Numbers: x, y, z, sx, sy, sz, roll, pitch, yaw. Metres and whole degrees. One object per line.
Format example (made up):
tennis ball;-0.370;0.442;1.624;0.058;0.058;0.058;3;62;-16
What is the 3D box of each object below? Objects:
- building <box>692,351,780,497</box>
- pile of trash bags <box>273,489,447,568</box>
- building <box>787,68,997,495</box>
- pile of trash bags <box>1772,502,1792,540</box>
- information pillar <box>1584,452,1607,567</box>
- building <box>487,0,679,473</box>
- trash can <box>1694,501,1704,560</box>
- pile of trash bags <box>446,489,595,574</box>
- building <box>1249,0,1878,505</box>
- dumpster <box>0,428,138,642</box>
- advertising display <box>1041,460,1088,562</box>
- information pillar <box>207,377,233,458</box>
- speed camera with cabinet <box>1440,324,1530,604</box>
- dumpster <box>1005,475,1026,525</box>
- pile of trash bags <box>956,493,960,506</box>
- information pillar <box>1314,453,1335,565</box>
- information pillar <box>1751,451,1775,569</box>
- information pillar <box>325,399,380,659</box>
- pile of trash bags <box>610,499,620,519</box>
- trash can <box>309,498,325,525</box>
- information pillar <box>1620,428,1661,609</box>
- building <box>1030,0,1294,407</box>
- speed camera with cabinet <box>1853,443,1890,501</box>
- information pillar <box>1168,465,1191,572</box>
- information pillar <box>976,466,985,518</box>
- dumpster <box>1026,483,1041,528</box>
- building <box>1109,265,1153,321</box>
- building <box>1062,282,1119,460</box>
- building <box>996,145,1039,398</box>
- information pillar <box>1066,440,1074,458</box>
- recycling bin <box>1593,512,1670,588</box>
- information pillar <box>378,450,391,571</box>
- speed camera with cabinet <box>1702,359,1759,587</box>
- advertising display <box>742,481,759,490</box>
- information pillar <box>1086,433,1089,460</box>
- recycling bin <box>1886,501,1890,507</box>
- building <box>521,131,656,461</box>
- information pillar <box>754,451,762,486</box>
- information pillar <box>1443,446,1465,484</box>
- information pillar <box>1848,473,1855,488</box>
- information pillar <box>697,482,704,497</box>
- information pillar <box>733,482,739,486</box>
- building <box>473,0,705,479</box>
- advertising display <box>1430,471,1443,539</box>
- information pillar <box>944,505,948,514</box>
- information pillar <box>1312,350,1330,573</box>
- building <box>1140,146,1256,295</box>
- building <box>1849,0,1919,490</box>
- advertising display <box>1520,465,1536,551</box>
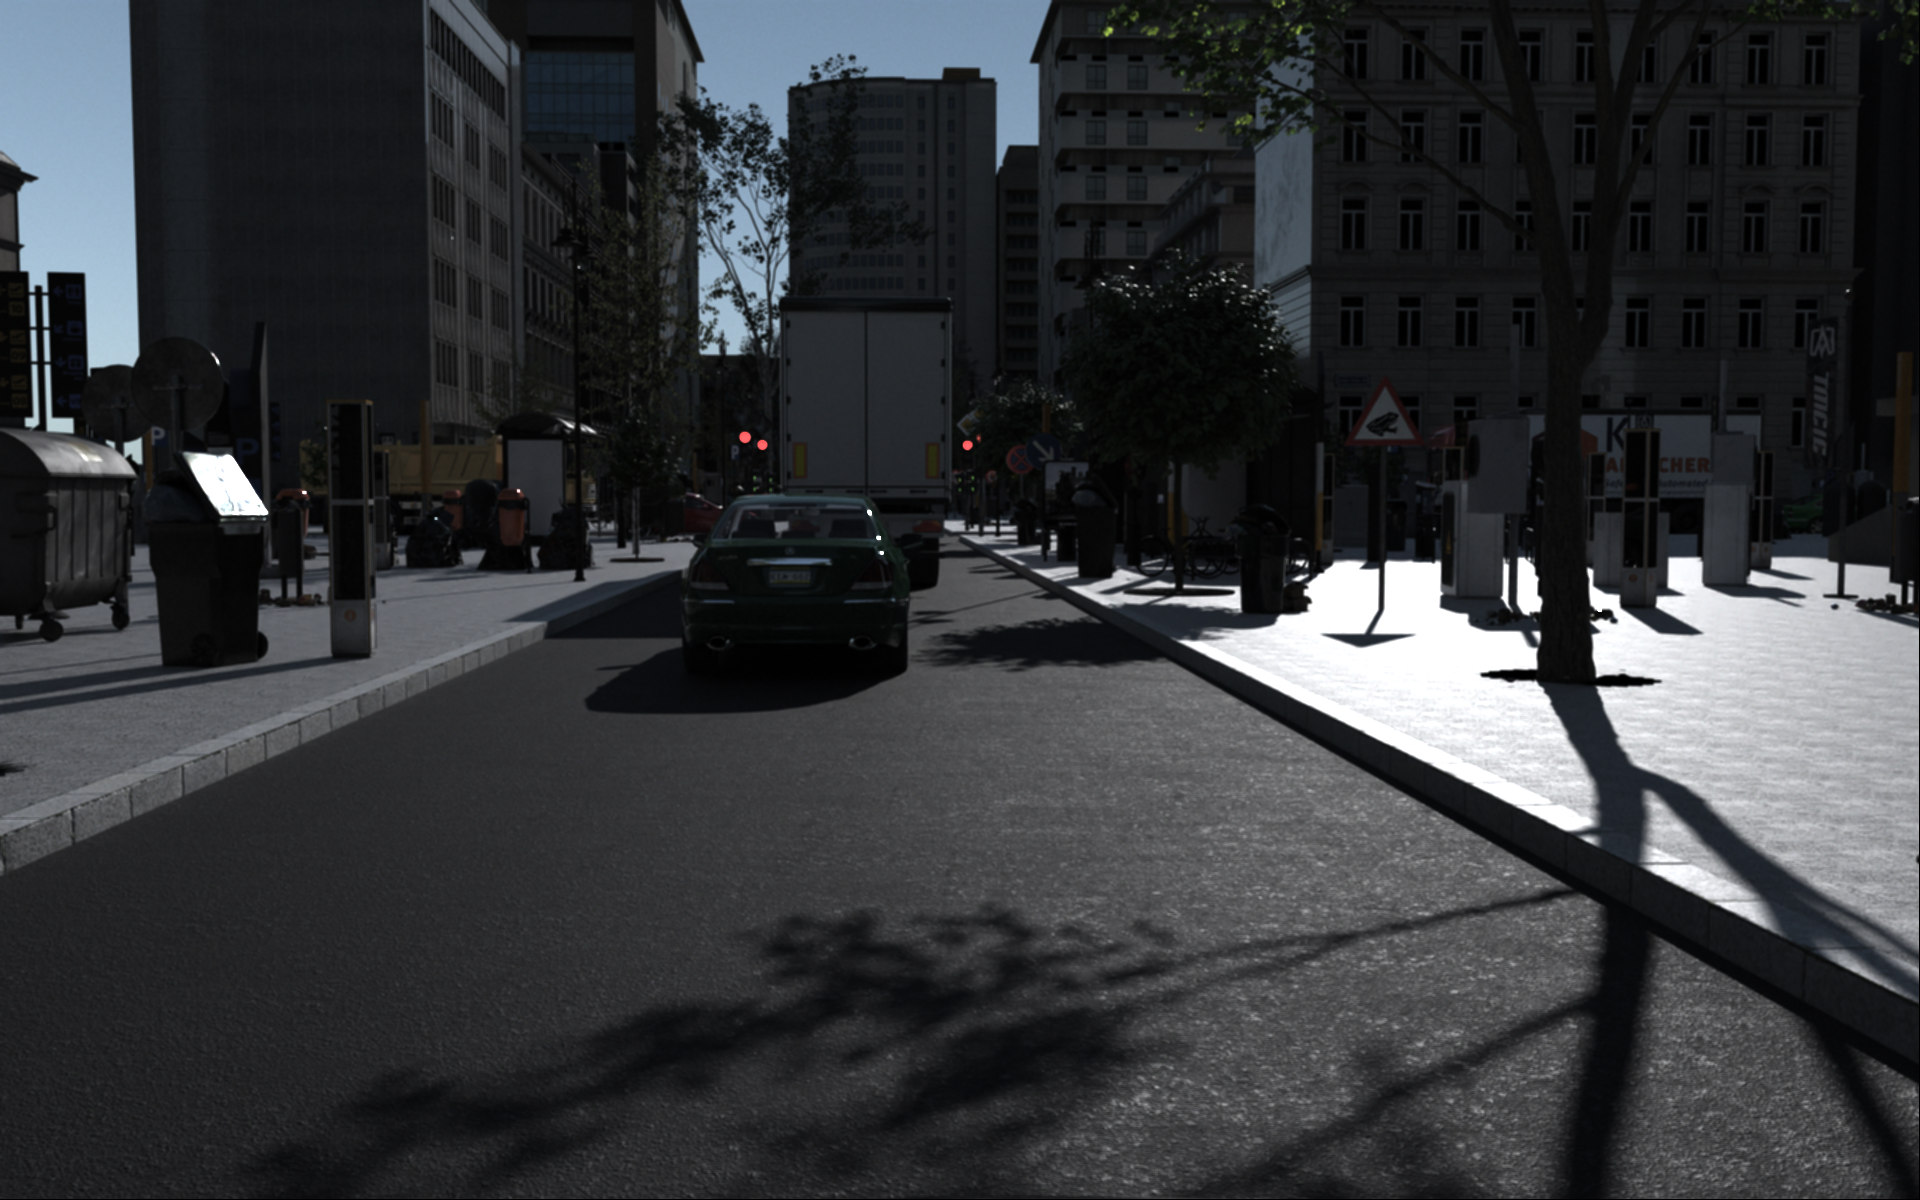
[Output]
building;-38.764;-24.493;245.505;28.899;21.520;27.650;0;4;-3
pile of trash bags;-10.583;-1.297;30.951;3.447;1.369;1.912;0;4;6
building;-9.637;-42.840;242.425;28.212;58.520;21.231;0;4;-3
pile of trash bags;22.278;-2.403;49.042;1.912;1.369;3.447;3;4;39
information pillar;11.263;-1.602;30.689;0.304;2.012;0.304;1;4;13
building;-33.133;-30.909;155.475;14.600;45.320;14.200;0;4;-3
trash can;14.597;-1.337;33.506;0.748;1.137;0.748;0;3;0
pile of trash bags;-7.280;-1.199;29.354;1.912;1.369;3.447;0;4;-3
building;26.991;-17.359;81.076;25.104;27.353;12.463;0;4;-3
dumpster;-8.433;-0.605;15.652;1.264;1.857;1.865;0;4;-3
advertising display;2.033;-1.696;32.940;0.974;1.923;0.123;-1;4;-13
information pillar;-13.145;-2.411;30.771;0.504;3.616;0.183;1;4;13
speed camera with cabinet;6.334;-1.630;20.983;0.660;3.252;2.038;0;4;4
dumpster;2.746;-4.336;73.379;1.502;2.255;1.985;0;4;-3
pile of trash bags;0.679;-6.665;118.726;1.912;1.369;3.447;-3;4;-37
information pillar;6.588;-1.641;31.315;0.304;2.012;0.304;0;4;3
information pillar;13.690;-1.539;29.651;0.304;2.012;0.304;-2;4;-29
information pillar;-4.775;-0.557;13.600;0.304;2.012;0.304;-1;4;-9
pile of trash bags;-15.924;-4.720;86.931;3.447;1.369;1.912;-3;5;-43
trash can;-26.510;-3.650;71.334;0.748;1.137;0.748;0;3;0
information pillar;7.665;-0.919;19.517;0.304;2.012;0.304;-3;5;-44
building;22.858;-36.332;183.269;28.713;52.752;27.495;0;4;-3
speed camera with cabinet;35.950;-4.475;67.503;2.038;3.252;0.660;2;4;35
information pillar;3.587;-2.263;28.358;0.183;3.616;0.504;3;5;41
information pillar;1.090;-6.119;91.408;0.504;3.616;0.183;1;4;12
dumpster;3.418;-3.839;65.258;1.502;2.255;1.985;0;4;-3
building;16.692;-16.052;127.071;10.561;19.102;19.286;0;4;-3
building;24.540;-19.027;156.127;27.650;21.520;28.899;0;4;-3
building;15.291;-37.926;243.795;21.600;48.544;21.300;0;4;-3
information pillar;4.603;-4.976;72.704;0.183;3.616;0.504;-2;4;-27
recycling bin;9.270;-0.696;23.932;0.722;1.027;0.722;-1;4;-19
information pillar;-9.771;-1.506;29.116;0.304;2.012;0.304;0;4;-6
speed camera with cabinet;11.079;-1.866;24.846;0.660;3.252;2.038;2;4;27
advertising display;-10.080;-4.783;83.416;0.974;1.923;0.123;-3;5;-43
information pillar;4.918;-4.604;66.626;0.183;3.616;0.504;0;4;-2
recycling bin;34.175;-3.125;63.645;0.722;1.027;0.722;-1;4;-15
building;-32.852;-22.630;141.700;14.160;30.474;14.107;0;4;-3
information pillar;-9.919;-5.733;85.082;0.504;3.616;0.183;0;4;-8
information pillar;7.663;-1.372;26.925;0.304;2.012;0.304;1;4;21
information pillar;31.498;-3.483;61.444;0.304;2.012;0.304;-1;4;-17
information pillar;-13.413;-5.209;89.660;0.304;2.012;0.304;0;3;0
information pillar;-13.127;-5.938;101.582;0.304;2.012;0.304;-1;4;-21
building;-41.692;-36.186;180.886;27.495;52.752;28.713;0;4;-3
advertising display;13.761;-2.702;49.384;0.974;1.923;0.123;-3;4;-36
information pillar;-0.977;-7.224;109.463;0.504;3.616;0.183;-2;4;-32
information pillar;5.837;-2.248;28.102;0.183;3.616;0.504;0;4;7
building;19.314;-16.099;105.026;13.314;21.916;24.055;0;4;-3
building;52.284;-17.697;82.845;24.014;27.812;14.314;0;4;-3
advertising display;12.909;-2.090;39.379;0.123;1.923;0.974;0;4;5
